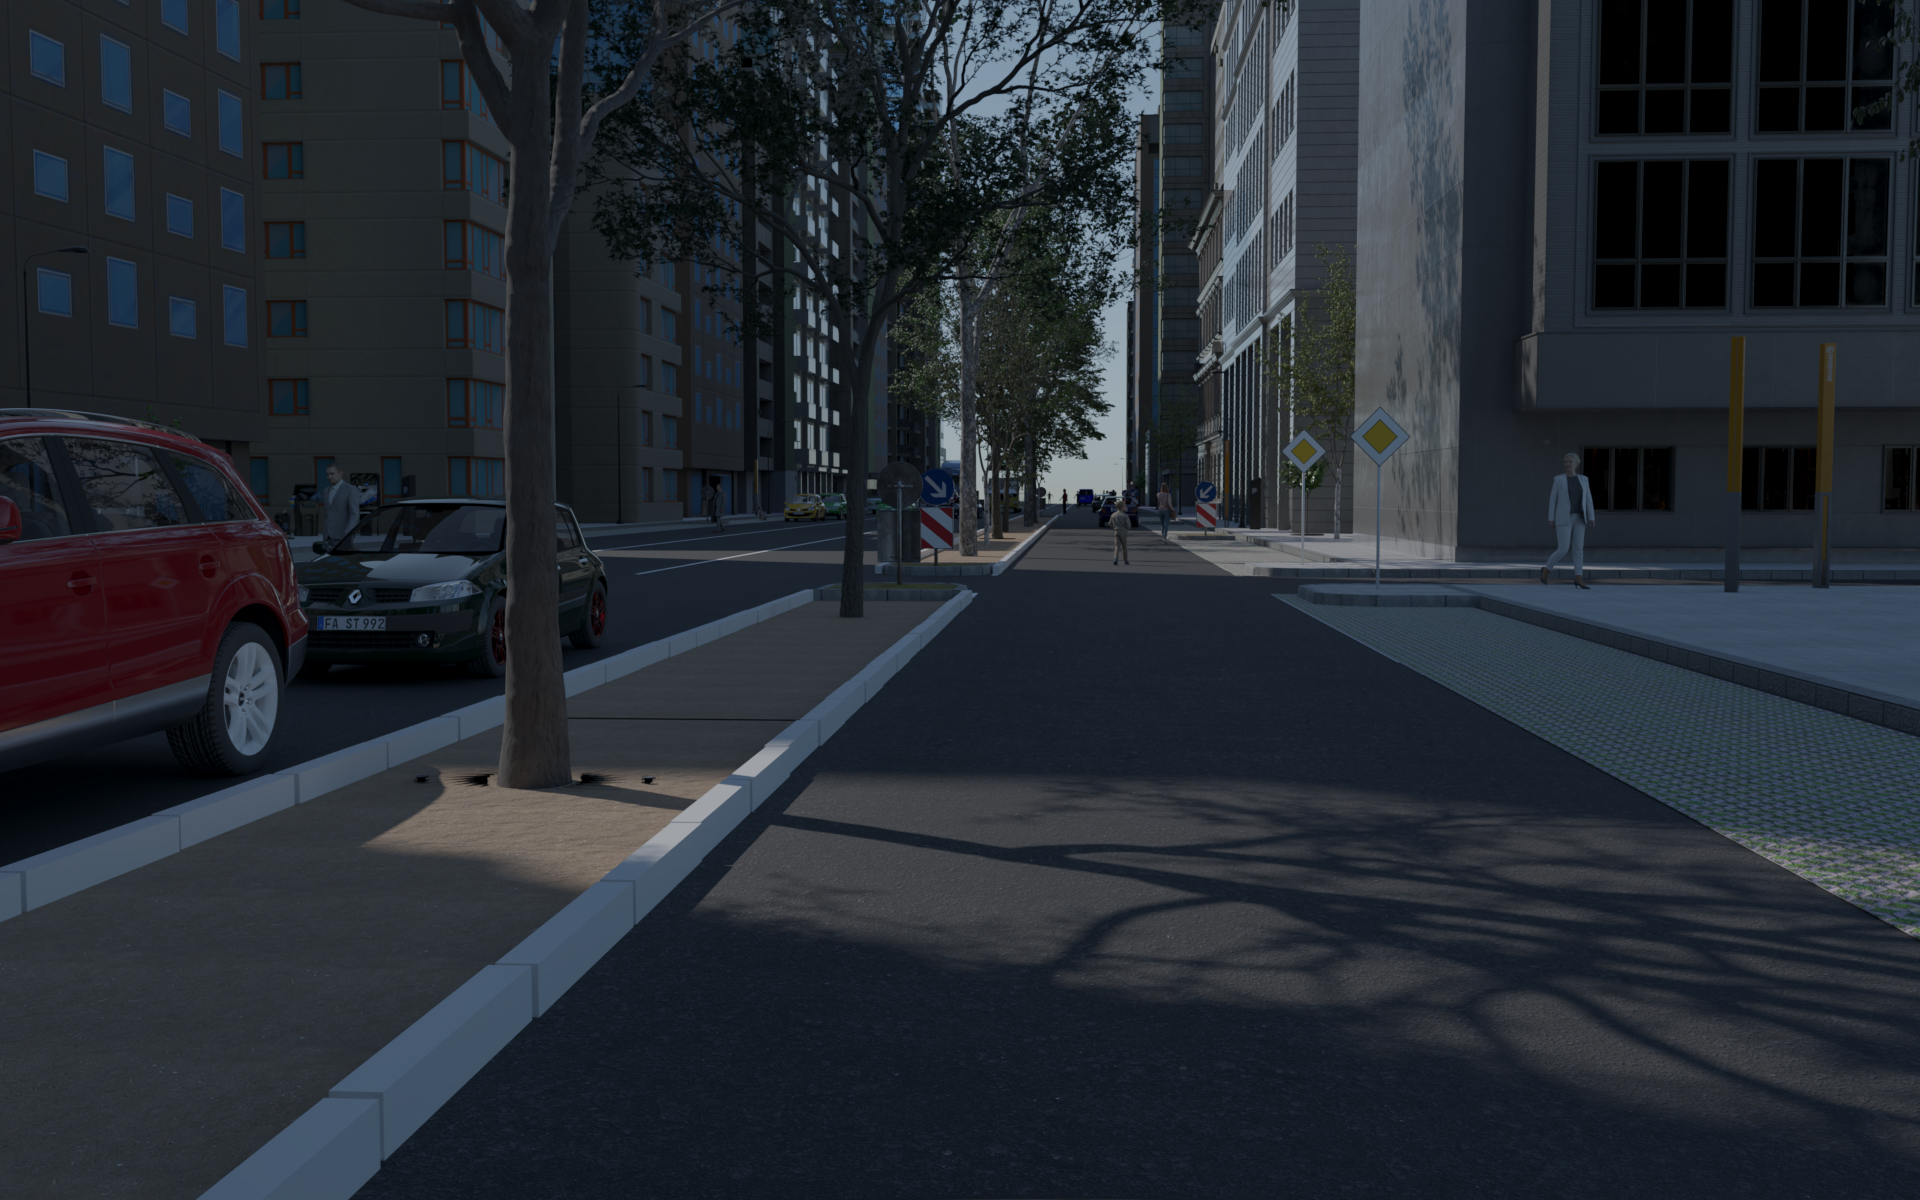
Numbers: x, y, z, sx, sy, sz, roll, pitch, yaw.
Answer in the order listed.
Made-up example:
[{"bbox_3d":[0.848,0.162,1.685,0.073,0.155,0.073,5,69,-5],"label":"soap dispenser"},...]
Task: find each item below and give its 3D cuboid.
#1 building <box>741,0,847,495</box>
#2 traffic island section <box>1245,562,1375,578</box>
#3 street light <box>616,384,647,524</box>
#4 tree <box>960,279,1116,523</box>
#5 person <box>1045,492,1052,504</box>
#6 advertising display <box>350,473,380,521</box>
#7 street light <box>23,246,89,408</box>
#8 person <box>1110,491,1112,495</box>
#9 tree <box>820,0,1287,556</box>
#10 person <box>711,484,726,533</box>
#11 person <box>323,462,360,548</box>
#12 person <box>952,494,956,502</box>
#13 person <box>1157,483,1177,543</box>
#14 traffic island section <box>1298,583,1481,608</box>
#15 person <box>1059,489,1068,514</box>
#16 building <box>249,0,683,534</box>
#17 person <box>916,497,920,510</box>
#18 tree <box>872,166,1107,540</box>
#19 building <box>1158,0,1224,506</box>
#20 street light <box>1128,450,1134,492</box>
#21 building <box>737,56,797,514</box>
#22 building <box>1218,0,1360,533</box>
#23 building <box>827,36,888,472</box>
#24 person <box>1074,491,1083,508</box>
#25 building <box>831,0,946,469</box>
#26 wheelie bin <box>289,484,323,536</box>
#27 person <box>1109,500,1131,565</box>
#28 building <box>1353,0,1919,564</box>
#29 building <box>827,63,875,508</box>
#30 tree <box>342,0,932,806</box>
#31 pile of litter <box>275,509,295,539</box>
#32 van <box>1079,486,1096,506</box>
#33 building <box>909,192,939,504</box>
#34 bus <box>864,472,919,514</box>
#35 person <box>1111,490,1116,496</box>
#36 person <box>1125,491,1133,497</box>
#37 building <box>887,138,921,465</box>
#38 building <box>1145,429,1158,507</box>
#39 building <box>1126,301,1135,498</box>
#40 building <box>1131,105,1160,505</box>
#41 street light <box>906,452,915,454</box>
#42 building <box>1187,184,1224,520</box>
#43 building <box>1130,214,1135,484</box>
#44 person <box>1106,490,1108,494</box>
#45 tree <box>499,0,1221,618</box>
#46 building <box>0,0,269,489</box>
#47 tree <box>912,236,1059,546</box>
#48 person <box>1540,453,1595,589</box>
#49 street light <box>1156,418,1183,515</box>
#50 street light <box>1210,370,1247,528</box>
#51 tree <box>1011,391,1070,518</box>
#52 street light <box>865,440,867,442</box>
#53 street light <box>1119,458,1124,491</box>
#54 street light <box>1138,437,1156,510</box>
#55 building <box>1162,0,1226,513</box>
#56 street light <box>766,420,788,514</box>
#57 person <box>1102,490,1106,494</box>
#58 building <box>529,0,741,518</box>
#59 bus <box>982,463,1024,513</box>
[{"bbox_3d":[-21.861,-31.695,137.826,23.786,49.044,30.456,0,4,4],"label":"building"},{"bbox_3d":[6.220,-0.548,31.234,2.009,0.180,2.903,0,4,4],"label":"traffic island section"},{"bbox_3d":[-13.944,-6.177,73.535,1.470,5.913,1.316,0,4,4],"label":"street light"},{"bbox_3d":[3.675,-10.011,84.271,7.486,12.596,7.792,0,3,0],"label":"tree"},{"bbox_3d":[13.444,-15.413,260.590,1.348,1.812,0.705,0,4,-4],"label":"person"},{"bbox_3d":[-18.209,-2.926,53.053,0.974,1.923,0.123,1,4,16],"label":"advertising display"},{"bbox_3d":[-17.028,-3.676,32.645,1.470,5.913,1.316,0,4,4],"label":"street light"},{"bbox_3d":[18.954,-12.777,217.418,0.705,1.822,1.348,-1,4,-9],"label":"person"},{"bbox_3d":[1.346,-10.996,38.129,12.611,20.169,13.585,0,3,0],"label":"tree"},{"bbox_3d":[-9.017,-3.428,64.647,0.767,1.812,0.694,-3,5,-42],"label":"person"},{"bbox_3d":[-7.463,-0.749,20.865,0.709,1.813,0.853,2,4,23],"label":"person"},{"bbox_3d":[-0.278,-6.779,122.553,0.599,1.433,0.991,-3,4,-35],"label":"person"},{"bbox_3d":[5.963,-2.522,50.332,0.593,1.750,0.643,3,4,37],"label":"person"},{"bbox_3d":[5.653,-0.060,23.269,2.009,0.180,2.903,0,4,4],"label":"traffic island section"},{"bbox_3d":[7.507,-7.128,124.980,0.705,1.831,1.348,2,4,27],"label":"person"},{"bbox_3d":[-28.287,-13.771,70.196,27.650,21.520,28.899,0,4,4],"label":"building"},{"bbox_3d":[-3.839,-9.087,157.784,1.217,1.736,0.721,3,5,42],"label":"person"},{"bbox_3d":[1.069,-7.719,54.422,9.928,11.665,9.643,0,3,0],"label":"tree"},{"bbox_3d":[23.341,-28.062,142.401,14.154,41.232,14.086,0,4,4],"label":"building"},{"bbox_3d":[18.415,-12.832,182.341,1.470,5.913,1.316,0,4,4],"label":"street light"},{"bbox_3d":[-19.033,-21.029,115.531,14.160,30.474,14.107,0,4,4],"label":"building"},{"bbox_3d":[17.294,-17.900,70.158,11.434,29.767,29.804,0,4,4],"label":"building"},{"bbox_3d":[-15.001,-32.063,174.341,14.600,45.320,14.200,0,4,4],"label":"building"},{"bbox_3d":[11.834,-10.038,173.136,0.721,1.766,1.217,-3,5,-44],"label":"person"},{"bbox_3d":[-12.740,-57.314,249.754,22.319,86.520,31.000,0,4,4],"label":"building"},{"bbox_3d":[-19.886,-2.744,52.777,0.980,1.594,0.693,-3,4,-38],"label":"wheelie bin"},{"bbox_3d":[3.229,-1.357,34.963,0.475,1.303,0.640,1,4,21],"label":"person"},{"bbox_3d":[24.524,-13.266,35.968,30.058,24.678,14.314,0,4,4],"label":"building"},{"bbox_3d":[-15.685,-29.133,159.911,14.154,41.232,14.086,0,4,4],"label":"building"},{"bbox_3d":[-2.115,-5.838,8.275,12.009,13.543,11.850,0,3,0],"label":"tree"},{"bbox_3d":[-19.432,-2.144,49.024,1.176,0.858,1.719,-1,4,-13],"label":"pile of litter"},{"bbox_3d":[14.920,-12.224,204.249,2.240,2.365,5.245,0,4,5],"label":"van"},{"bbox_3d":[-10.378,-33.322,228.411,14.154,41.232,14.086,0,4,4],"label":"building"},{"bbox_3d":[-4.916,-8.129,127.767,2.948,3.499,13.247,0,4,4],"label":"bus"},{"bbox_3d":[14.634,-9.630,165.576,0.705,1.869,1.348,2,4,33],"label":"person"},{"bbox_3d":[12.492,-7.208,127.816,0.593,1.643,0.415,-1,4,-13],"label":"person"},{"bbox_3d":[-16.422,-33.728,206.076,22.147,44.769,28.867,0,4,4],"label":"building"},{"bbox_3d":[29.569,-52.055,163.768,22.319,86.520,31.000,0,4,4],"label":"building"},{"bbox_3d":[31.710,-29.714,257.530,14.160,30.474,14.107,0,4,4],"label":"building"},{"bbox_3d":[27.423,-33.624,199.866,14.600,45.320,14.200,0,4,4],"label":"building"},{"bbox_3d":[-5.691,-13.432,192.149,1.470,5.913,1.316,0,4,4],"label":"street light"},{"bbox_3d":[18.339,-14.100,95.156,10.561,19.102,19.286,0,4,4],"label":"building"},{"bbox_3d":[34.492,-35.521,235.395,22.147,44.769,28.867,0,4,4],"label":"building"},{"bbox_3d":[12.119,-8.097,141.598,0.721,1.736,1.217,-1,4,-23],"label":"person"},{"bbox_3d":[-1.303,-5.047,19.392,8.767,10.594,7.601,0,4,4],"label":"tree"},{"bbox_3d":[-26.369,-23.832,39.765,14.600,45.320,14.200,0,4,4],"label":"building"},{"bbox_3d":[0.739,-5.778,47.288,4.360,8.622,3.978,0,3,0],"label":"tree"},{"bbox_3d":[8.293,-1.084,23.652,0.514,1.842,0.818,-2,4,-24],"label":"person"},{"bbox_3d":[12.946,-8.161,105.979,1.470,5.913,1.316,0,4,4],"label":"street light"},{"bbox_3d":[10.102,-5.666,65.183,1.470,5.913,1.316,0,4,4],"label":"street light"},{"bbox_3d":[4.681,-9.237,103.841,4.737,8.622,4.395,0,3,0],"label":"tree"},{"bbox_3d":[-8.720,-10.865,150.182,1.470,5.913,1.316,0,4,4],"label":"street light"},{"bbox_3d":[21.478,-15.409,224.481,1.470,5.913,1.316,0,4,4],"label":"street light"},{"bbox_3d":[15.508,-10.301,140.968,1.470,5.913,1.316,0,4,4],"label":"street light"},{"bbox_3d":[30.817,-26.327,122.322,32.217,40.220,23.993,0,4,4],"label":"building"},{"bbox_3d":[-11.530,-8.346,109.005,1.470,5.913,1.316,0,4,4],"label":"street light"},{"bbox_3d":[14.349,-10.051,172.833,1.348,1.824,0.705,1,4,17],"label":"person"},{"bbox_3d":[-20.643,-27.424,98.496,14.600,45.320,14.200,0,4,4],"label":"building"},{"bbox_3d":[3.517,-8.751,134.621,2.896,3.916,12.252,0,4,4],"label":"bus"}]
